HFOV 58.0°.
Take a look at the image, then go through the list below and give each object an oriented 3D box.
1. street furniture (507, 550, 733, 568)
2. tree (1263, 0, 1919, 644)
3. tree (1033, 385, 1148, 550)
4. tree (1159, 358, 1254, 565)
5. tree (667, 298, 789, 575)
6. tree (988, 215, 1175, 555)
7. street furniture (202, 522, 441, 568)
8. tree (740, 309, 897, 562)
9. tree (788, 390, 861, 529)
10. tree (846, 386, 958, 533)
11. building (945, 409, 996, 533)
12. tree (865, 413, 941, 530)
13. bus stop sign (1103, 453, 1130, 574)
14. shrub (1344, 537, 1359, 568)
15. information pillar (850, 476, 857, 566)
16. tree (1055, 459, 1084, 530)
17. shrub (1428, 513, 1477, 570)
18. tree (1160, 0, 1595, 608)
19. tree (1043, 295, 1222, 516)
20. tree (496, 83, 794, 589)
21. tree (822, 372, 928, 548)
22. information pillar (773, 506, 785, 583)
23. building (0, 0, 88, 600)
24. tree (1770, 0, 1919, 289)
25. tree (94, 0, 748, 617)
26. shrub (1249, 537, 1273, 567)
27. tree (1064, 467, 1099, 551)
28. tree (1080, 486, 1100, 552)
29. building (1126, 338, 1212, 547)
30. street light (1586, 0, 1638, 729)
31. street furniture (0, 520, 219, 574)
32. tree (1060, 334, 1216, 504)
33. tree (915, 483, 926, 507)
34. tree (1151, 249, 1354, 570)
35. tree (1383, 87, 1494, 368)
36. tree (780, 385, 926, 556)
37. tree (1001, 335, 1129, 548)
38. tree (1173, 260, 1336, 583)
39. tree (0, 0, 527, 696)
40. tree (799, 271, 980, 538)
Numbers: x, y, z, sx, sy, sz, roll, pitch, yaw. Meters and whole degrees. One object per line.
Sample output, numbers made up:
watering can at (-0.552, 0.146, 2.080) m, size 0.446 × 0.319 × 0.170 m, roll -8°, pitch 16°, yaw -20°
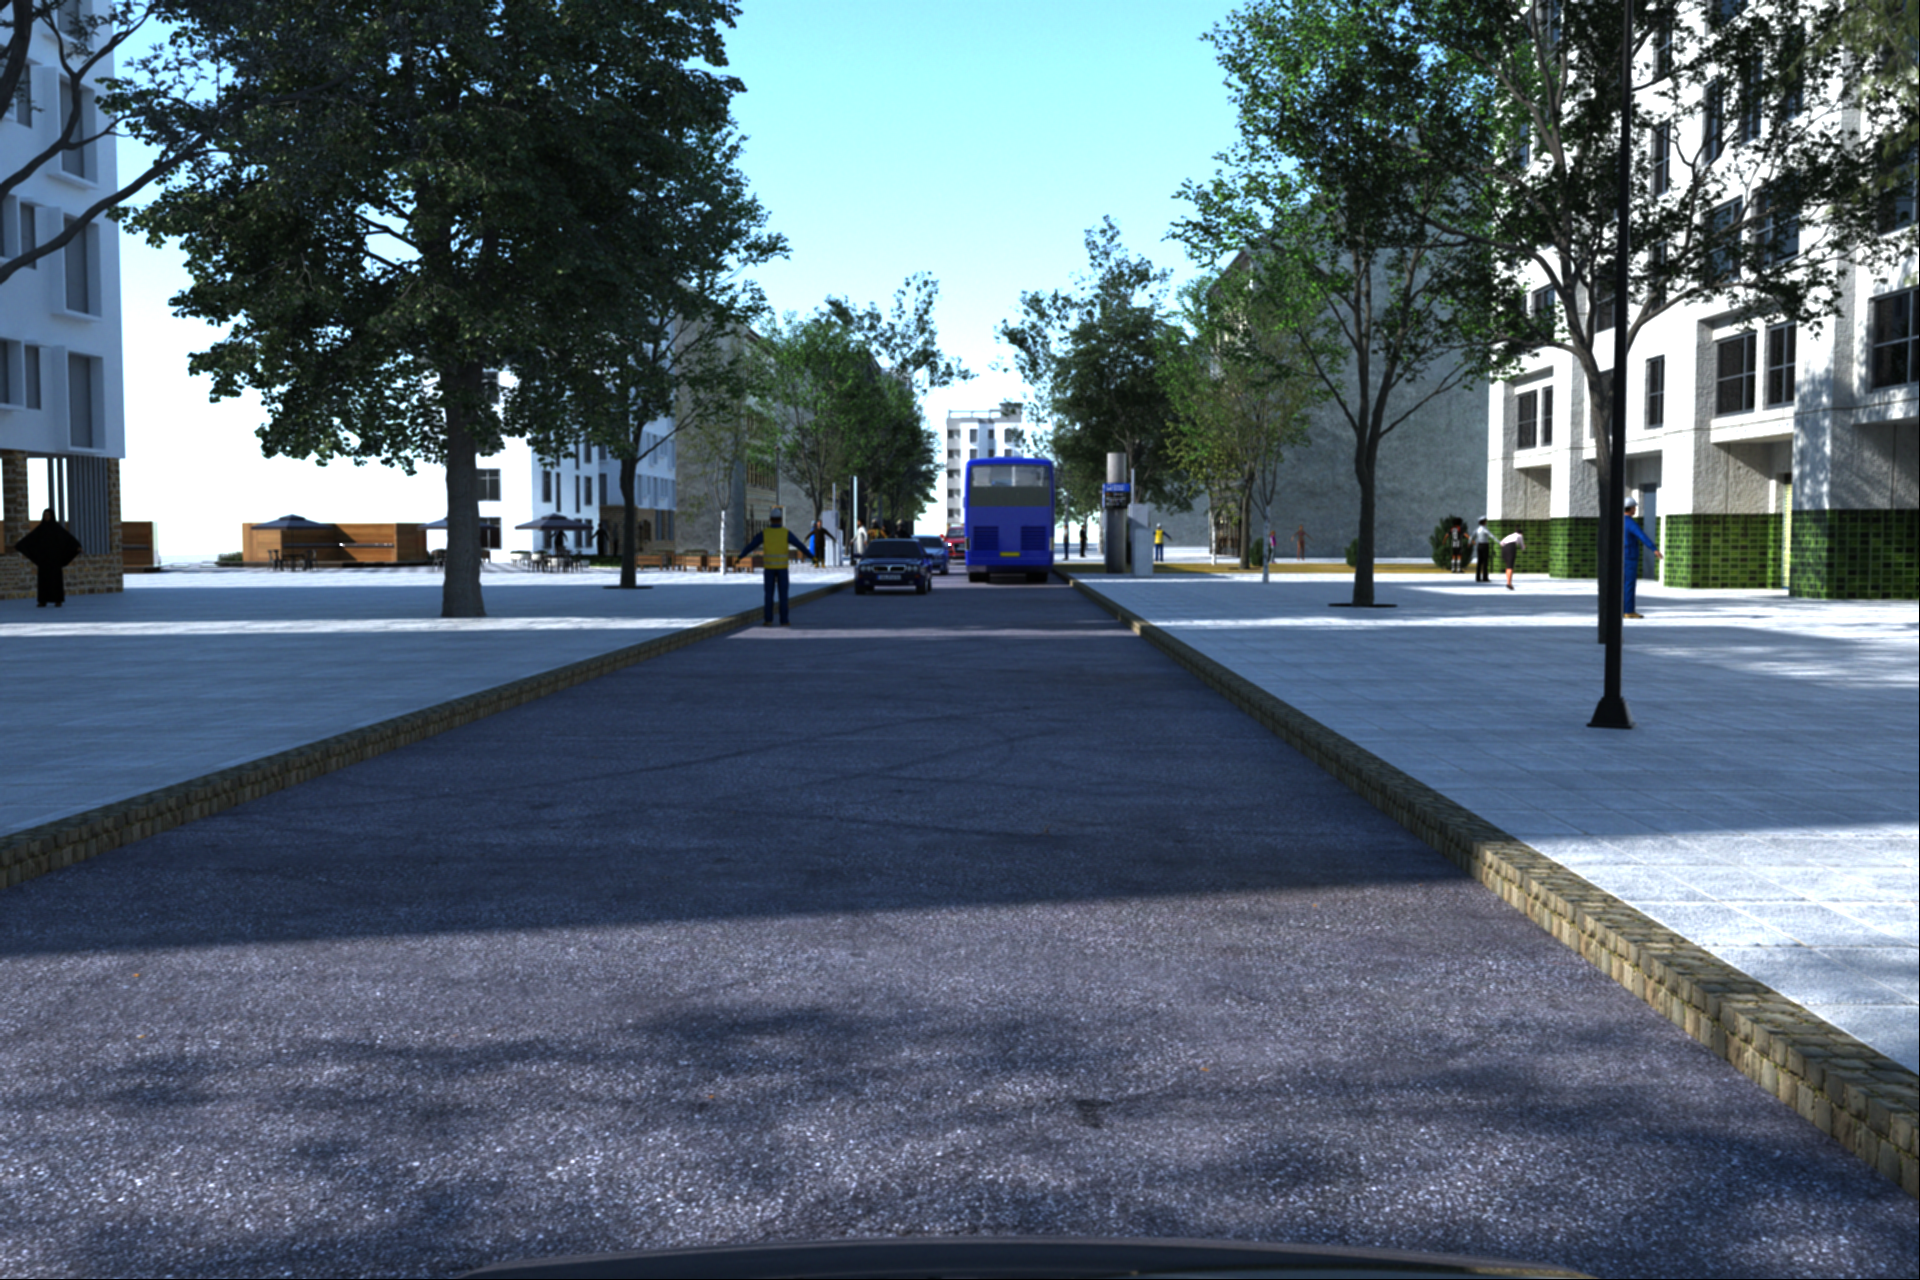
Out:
street furniture at (-13.182, -3.226, 68.368) m, size 10.072 × 0.657 × 5.734 m, roll 2°, pitch 4°, yaw 35°
tree at (7.722, -5.252, 20.285) m, size 8.767 × 10.594 × 7.601 m, roll 1°, pitch 4°, yaw 14°
tree at (10.367, -14.107, 141.026) m, size 12.009 × 13.543 × 11.850 m, roll 0°, pitch 3°, yaw 0°
tree at (10.464, -7.420, 71.683) m, size 4.737 × 8.622 × 4.395 m, roll 0°, pitch 3°, yaw 0°
tree at (-7.470, -6.345, 54.099) m, size 4.360 × 8.622 × 3.978 m, roll 0°, pitch 3°, yaw 0°
tree at (7.980, -15.276, 105.656) m, size 12.611 × 20.169 × 13.585 m, roll 0°, pitch 3°, yaw 0°
street furniture at (-25.057, -3.869, 70.118) m, size 11.010 × 1.723 × 9.812 m, roll 1°, pitch 4°, yaw 20°
tree at (-6.616, -9.420, 79.778) m, size 9.928 × 11.665 × 9.643 m, roll 0°, pitch 3°, yaw 0°
tree at (-6.567, -8.426, 88.135) m, size 4.360 × 8.622 × 3.978 m, roll 0°, pitch 3°, yaw 0°
tree at (-5.381, -14.094, 140.804) m, size 12.009 × 13.543 × 11.850 m, roll 0°, pitch 3°, yaw 0°
building at (-1.776, -24.042, 251.971) m, size 11.380 × 20.090 × 16.016 m, roll 0°, pitch 4°, yaw -6°
tree at (-5.417, -14.706, 158.566) m, size 7.486 × 12.596 × 7.792 m, roll 0°, pitch 3°, yaw 0°
bus stop sign at (5.081, -4.113, 56.263) m, size 0.837 × 3.901 × 0.837 m, roll 0°, pitch 4°, yaw 1°
shrub at (15.058, -3.333, 65.618) m, size 1.383 × 1.207 × 1.383 m, roll 0°, pitch 3°, yaw 0°
information pillar at (-4.332, -4.840, 70.444) m, size 0.184 × 3.620 × 1.656 m, roll 0°, pitch 4°, yaw 1°
tree at (15.770, -20.476, 252.904) m, size 7.486 × 12.596 × 7.792 m, roll 0°, pitch 3°, yaw 0°
shrub at (17.497, -3.495, 61.555) m, size 1.690 × 2.028 × 1.600 m, roll 0°, pitch 3°, yaw 0°
tree at (7.159, -6.381, 30.082) m, size 9.928 × 11.665 × 9.643 m, roll 0°, pitch 3°, yaw 0°
tree at (9.129, -11.303, 91.455) m, size 9.857 × 13.997 × 8.962 m, roll 0°, pitch 3°, yaw 0°
tree at (-7.713, -7.009, 40.359) m, size 9.928 × 11.665 × 9.643 m, roll 0°, pitch 3°, yaw 0°
tree at (-5.680, -11.284, 110.245) m, size 9.928 × 11.665 × 9.643 m, roll 0°, pitch 3°, yaw 0°
information pillar at (-4.789, -2.530, 45.862) m, size 0.304 × 2.012 × 0.304 m, roll 0°, pitch 4°, yaw 0°
building at (-23.789, -10.302, 24.865) m, size 16.016 × 20.090 × 11.380 m, roll 0°, pitch 4°, yaw 2°
tree at (7.019, -3.786, 12.267) m, size 4.360 × 8.622 × 3.978 m, roll 0°, pitch 3°, yaw 0°
tree at (-7.867, -7.337, 26.616) m, size 9.857 × 13.997 × 8.962 m, roll 0°, pitch 3°, yaw 0°
shrub at (11.679, -3.437, 67.308) m, size 1.383 × 1.207 × 1.383 m, roll 0°, pitch 3°, yaw 0°
tree at (9.408, -10.889, 128.405) m, size 4.737 × 8.622 × 4.395 m, roll 0°, pitch 3°, yaw 0°
tree at (9.926, -10.466, 121.482) m, size 4.737 × 8.622 × 4.395 m, roll 0°, pitch 3°, yaw 0°
building at (27.154, -21.515, 182.691) m, size 19.493 × 23.208 × 18.063 m, roll 0°, pitch 4°, yaw 1°
street light at (4.895, -2.374, 11.361) m, size 1.470 × 5.913 × 1.316 m, roll 0°, pitch 4°, yaw 1°
street furniture at (-31.140, -3.192, 59.039) m, size 11.010 × 1.723 × 9.812 m, roll -1°, pitch 4°, yaw -19°
tree at (8.423, -8.904, 79.992) m, size 8.767 × 10.594 × 7.601 m, roll 3°, pitch 4°, yaw 39°
tree at (-9.452, -21.062, 254.730) m, size 12.009 × 13.543 × 11.850 m, roll 0°, pitch 3°, yaw 0°
tree at (10.495, -8.365, 62.528) m, size 9.928 × 11.665 × 9.643 m, roll 0°, pitch 3°, yaw 0°
tree at (24.821, -13.283, 73.072) m, size 12.611 × 20.169 × 13.585 m, roll 0°, pitch 3°, yaw 0°
tree at (-6.502, -10.153, 100.407) m, size 8.767 × 10.594 × 7.601 m, roll -1°, pitch 4°, yaw -22°
tree at (9.724, -18.795, 163.187) m, size 12.611 × 20.169 × 13.585 m, roll 0°, pitch 3°, yaw 0°
tree at (8.033, -5.768, 44.675) m, size 4.360 × 8.622 × 3.978 m, roll 0°, pitch 3°, yaw 0°
tree at (-8.108, -6.294, 13.275) m, size 12.009 × 13.543 × 11.850 m, roll 0°, pitch 3°, yaw 0°
tree at (-4.239, -16.361, 123.390) m, size 12.611 × 20.169 × 13.585 m, roll 0°, pitch 3°, yaw 0°
